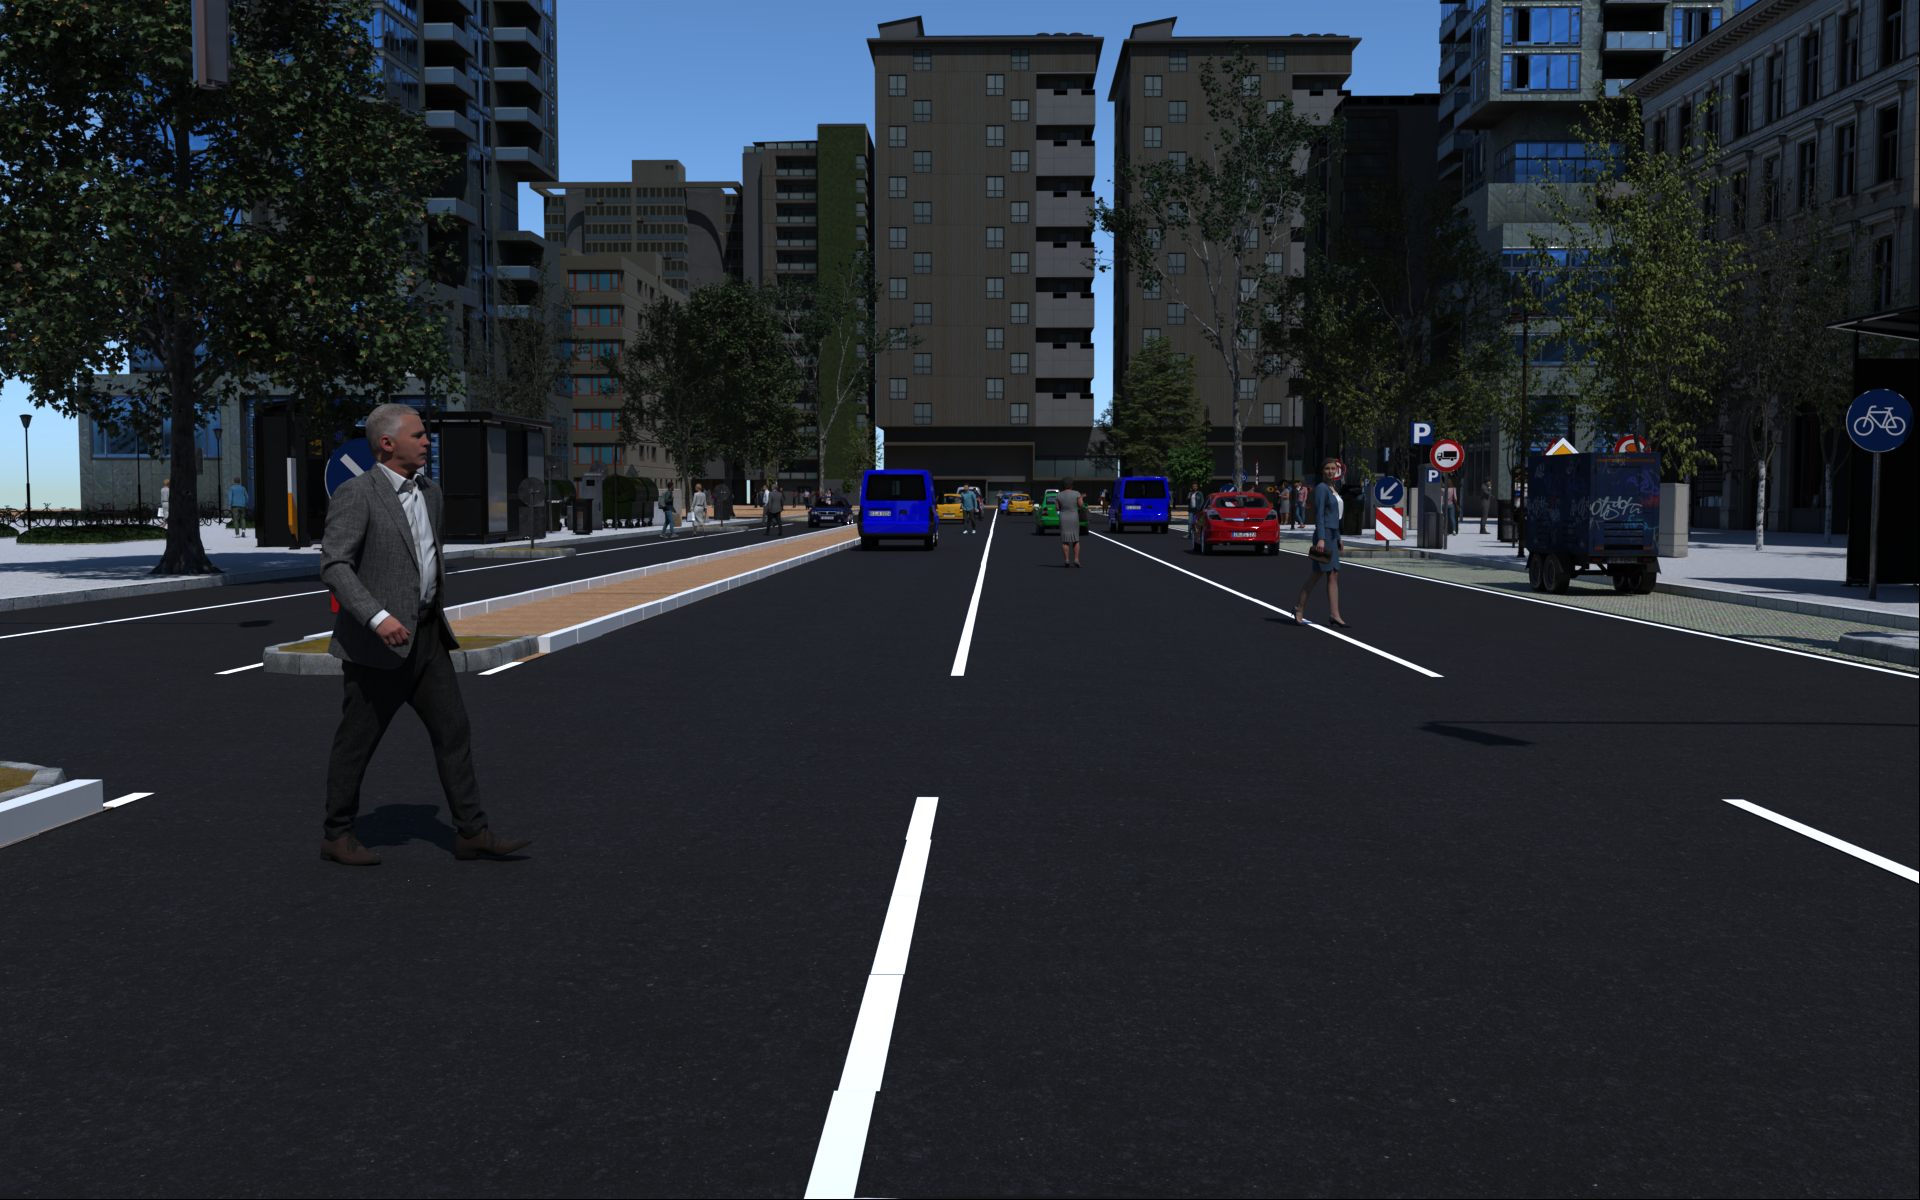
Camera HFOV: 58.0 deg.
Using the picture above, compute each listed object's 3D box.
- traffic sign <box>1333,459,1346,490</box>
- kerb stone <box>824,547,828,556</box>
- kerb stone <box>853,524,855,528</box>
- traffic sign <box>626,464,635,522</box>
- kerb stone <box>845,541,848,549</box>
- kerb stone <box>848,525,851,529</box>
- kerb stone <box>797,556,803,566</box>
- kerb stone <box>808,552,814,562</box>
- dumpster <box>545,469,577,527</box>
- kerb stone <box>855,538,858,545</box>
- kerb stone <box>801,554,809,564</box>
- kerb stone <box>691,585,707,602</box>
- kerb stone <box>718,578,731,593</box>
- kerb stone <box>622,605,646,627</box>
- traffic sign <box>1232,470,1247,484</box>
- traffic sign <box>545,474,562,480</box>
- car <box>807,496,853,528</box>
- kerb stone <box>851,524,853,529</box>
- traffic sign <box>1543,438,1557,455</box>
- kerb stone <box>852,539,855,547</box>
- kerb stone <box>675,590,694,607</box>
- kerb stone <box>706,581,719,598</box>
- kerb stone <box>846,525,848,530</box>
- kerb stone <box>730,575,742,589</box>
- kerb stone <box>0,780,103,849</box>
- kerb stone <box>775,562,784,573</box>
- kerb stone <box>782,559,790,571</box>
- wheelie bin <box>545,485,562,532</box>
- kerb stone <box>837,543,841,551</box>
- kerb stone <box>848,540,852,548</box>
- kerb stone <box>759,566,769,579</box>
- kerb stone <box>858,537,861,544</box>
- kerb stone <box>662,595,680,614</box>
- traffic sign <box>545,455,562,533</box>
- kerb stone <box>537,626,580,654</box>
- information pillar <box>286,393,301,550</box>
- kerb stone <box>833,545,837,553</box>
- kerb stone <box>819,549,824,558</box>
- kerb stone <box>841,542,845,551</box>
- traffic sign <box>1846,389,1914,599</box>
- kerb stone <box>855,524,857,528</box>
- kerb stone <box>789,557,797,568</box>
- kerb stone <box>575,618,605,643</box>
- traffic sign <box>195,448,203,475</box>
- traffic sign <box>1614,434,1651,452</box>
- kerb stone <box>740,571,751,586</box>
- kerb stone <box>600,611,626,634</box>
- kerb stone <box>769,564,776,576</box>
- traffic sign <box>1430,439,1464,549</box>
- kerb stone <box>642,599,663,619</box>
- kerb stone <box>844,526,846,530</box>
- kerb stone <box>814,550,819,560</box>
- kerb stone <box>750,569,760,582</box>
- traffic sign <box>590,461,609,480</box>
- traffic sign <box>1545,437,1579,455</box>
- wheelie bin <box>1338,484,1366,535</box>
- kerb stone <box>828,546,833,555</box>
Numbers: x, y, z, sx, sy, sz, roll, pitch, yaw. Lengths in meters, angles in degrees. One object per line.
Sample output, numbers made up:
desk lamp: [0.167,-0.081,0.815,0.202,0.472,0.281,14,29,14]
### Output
traffic sign: [13.673,-3.859,63.208,0.768,2.556,0.104,0,4,8]
kerb stone: [-3.181,-1.065,39.616,0.120,0.150,1.000,0,4,1]
kerb stone: [-4.537,-3.015,71.484,0.120,0.150,1.000,0,4,1]
traffic sign: [-14.055,-4.539,74.220,0.884,2.594,0.081,0,4,7]
kerb stone: [-3.059,-1.379,44.755,0.120,0.150,1.000,0,4,1]
kerb stone: [-4.585,-2.890,69.440,0.120,0.150,1.000,0,4,1]
kerb stone: [-3.300,-0.752,34.492,0.120,0.150,1.000,0,4,1]
kerb stone: [-3.246,-0.876,36.543,0.120,0.150,1.000,0,4,1]
dumpster: [-15.743,-3.927,66.707,1.502,2.255,1.985,0,4,1]
kerb stone: [-2.995,-1.563,47.826,0.120,0.150,1.000,0,4,1]
kerb stone: [-3.272,-0.815,35.514,0.120,0.150,1.000,0,4,1]
kerb stone: [-3.562,-0.061,23.198,0.120,0.150,1.000,0,4,1]
kerb stone: [-3.519,-0.187,25.259,0.120,0.150,1.000,0,4,1]
kerb stone: [-3.659,0.189,19.101,0.120,0.150,1.000,0,4,1]
traffic sign: [14.224,-5.383,88.125,0.768,2.556,0.104,0,4,3]
traffic sign: [-15.092,-3.904,63.834,0.884,2.594,0.081,0,4,5]
car: [-5.598,-3.815,74.963,1.945,1.354,3.894,0,4,0]
kerb stone: [-4.557,-2.952,70.462,0.120,0.150,1.000,0,4,1]
traffic sign: [13.750,-2.459,40.202,0.884,2.594,0.081,0,4,3]
kerb stone: [-2.997,-1.505,46.803,0.120,0.150,1.000,0,4,1]
kerb stone: [-3.584,0.001,22.172,0.120,0.150,1.000,0,4,1]
kerb stone: [-3.543,-0.123,24.222,0.120,0.150,1.000,0,4,1]
kerb stone: [-4.611,-2.825,68.412,0.120,0.150,1.000,0,4,1]
kerb stone: [-3.488,-0.251,26.291,0.120,0.150,1.000,0,4,1]
kerb stone: [-3.929,0.913,7.298,0.120,0.150,1.000,0,4,1]
kerb stone: [-3.369,-0.564,31.413,0.120,0.150,1.000,0,4,1]
kerb stone: [-3.348,-0.627,32.448,0.120,0.150,1.000,0,4,1]
wheelie bin: [-14.141,-3.151,59.428,0.693,1.594,0.980,3,5,39]
kerb stone: [-3.106,-1.254,42.703,0.120,0.150,1.000,0,4,1]
kerb stone: [-3.025,-1.443,45.781,0.120,0.150,1.000,0,4,1]
kerb stone: [-3.411,-0.439,29.369,0.120,0.150,1.000,0,4,1]
kerb stone: [-2.952,-1.630,48.847,0.120,0.150,1.000,0,4,1]
kerb stone: [-3.607,0.069,21.150,0.120,0.150,1.000,0,4,1]
traffic sign: [-13.387,-3.455,56.591,0.768,2.556,0.104,0,4,4]
kerb stone: [-3.725,0.377,16.035,0.120,0.150,1.000,0,4,1]
information pillar: [-15.405,-2.971,39.938,0.183,3.616,0.504,0,4,-8]
kerb stone: [-3.125,-1.190,41.681,0.120,0.150,1.000,0,4,1]
kerb stone: [-3.201,-1.001,38.589,0.120,0.150,1.000,0,4,1]
kerb stone: [-3.071,-1.316,43.724,0.120,0.150,1.000,0,4,1]
traffic sign: [11.131,-1.281,21.048,0.768,2.556,0.104,1,4,8]
kerb stone: [-4.510,-3.077,72.506,0.120,0.150,1.000,0,4,1]
kerb stone: [-3.320,-0.690,33.470,0.120,0.150,1.000,0,4,1]
kerb stone: [-3.699,0.315,17.056,0.120,0.150,1.000,0,4,1]
traffic sign: [-17.109,-2.224,38.497,0.606,2.300,0.079,0,4,3]
traffic sign: [14.351,-2.260,37.059,0.768,2.556,0.104,0,4,7]
kerb stone: [-3.462,-0.313,27.317,0.120,0.150,1.000,0,4,1]
kerb stone: [-3.680,0.252,18.079,0.120,0.150,1.000,0,4,1]
kerb stone: [-3.395,-0.498,30.392,0.120,0.150,1.000,0,4,1]
traffic sign: [11.243,-2.443,40.048,0.768,2.556,0.104,1,4,11]
kerb stone: [-3.635,0.126,20.128,0.120,0.150,1.000,0,4,1]
kerb stone: [-4.631,-2.764,67.390,0.120,0.150,1.000,0,4,1]
kerb stone: [-3.219,-0.940,37.566,0.120,0.150,1.000,0,4,1]
kerb stone: [-3.437,-0.375,28.339,0.120,0.150,1.000,0,4,1]
traffic sign: [-13.943,-4.085,66.898,0.768,2.556,0.104,0,4,8]
traffic sign: [13.905,-2.459,39.935,0.795,2.593,0.064,0,4,8]
wheelie bin: [12.175,-2.806,53.783,0.980,1.594,0.693,-1,4,-18]
kerb stone: [-3.148,-1.128,40.646,0.120,0.150,1.000,0,4,1]
